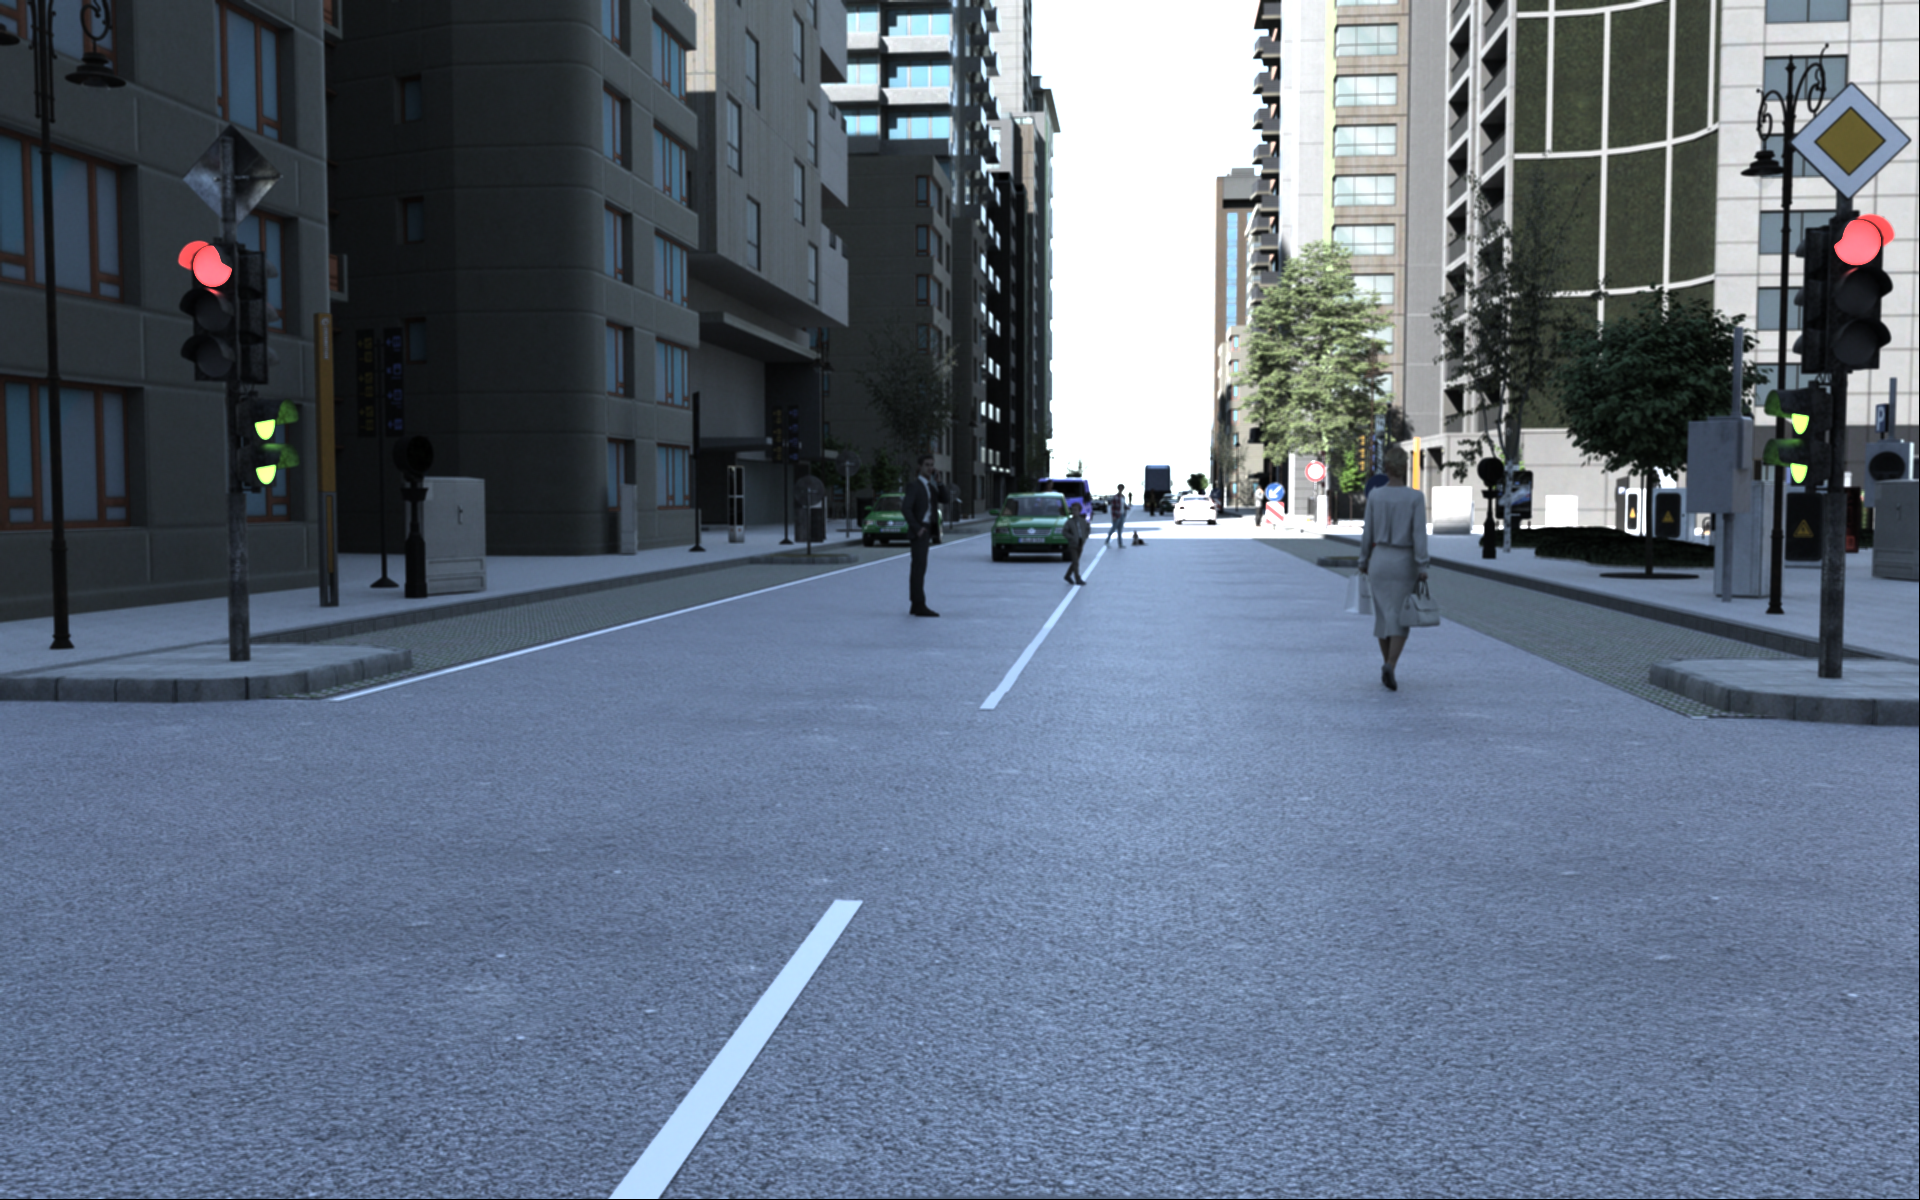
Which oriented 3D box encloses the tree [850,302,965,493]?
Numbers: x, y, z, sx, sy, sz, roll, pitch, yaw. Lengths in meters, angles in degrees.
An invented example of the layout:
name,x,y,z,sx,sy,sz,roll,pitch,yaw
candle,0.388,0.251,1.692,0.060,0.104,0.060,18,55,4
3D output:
name,x,y,z,sx,sy,sz,roll,pitch,yaw
tree,-2.114,-7.151,67.287,4.360,8.622,3.978,0,3,0

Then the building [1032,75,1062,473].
name,x,y,z,sx,sy,sz,roll,pitch,yaw
building,-1.847,-38.833,224.152,28.713,52.752,27.495,0,4,6

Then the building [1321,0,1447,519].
name,x,y,z,sx,sy,sz,roll,pitch,yaw
building,26.891,-25.144,94.691,14.154,41.232,14.086,0,4,6

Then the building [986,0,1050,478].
name,x,y,z,sx,sy,sz,roll,pitch,yaw
building,-0.065,-46.472,198.069,20.563,71.187,20.611,0,4,6

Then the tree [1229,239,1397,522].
name,x,y,z,sx,sy,sz,roll,pitch,yaw
tree,15.881,-9.776,77.969,7.486,12.596,7.792,0,3,0

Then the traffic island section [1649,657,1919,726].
name,x,y,z,sx,sy,sz,roll,pitch,yaw
traffic island section,6.108,0.622,12.116,2.009,0.180,2.903,0,4,6

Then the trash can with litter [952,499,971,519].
name,x,y,z,sx,sy,sz,roll,pitch,yaw
trash can with litter,0.038,-4.705,88.309,1.055,1.170,0.624,1,4,22

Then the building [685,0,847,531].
name,x,y,z,sx,sy,sz,roll,pitch,yaw
building,-19.388,-29.171,66.189,28.713,52.752,27.495,0,4,6

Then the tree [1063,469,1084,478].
name,x,y,z,sx,sy,sz,roll,pitch,yaw
tree,14.870,-14.881,227.010,4.285,4.588,4.351,0,3,0

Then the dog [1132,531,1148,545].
name,x,y,z,sx,sy,sz,roll,pitch,yaw
dog,5.057,-1.734,48.543,0.748,0.427,0.550,-1,4,-20

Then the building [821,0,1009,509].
name,x,y,z,sx,sy,sz,roll,pitch,yaw
building,-8.662,-31.413,133.213,23.786,49.044,30.456,0,4,6

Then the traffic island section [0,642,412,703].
name,x,y,z,sx,sy,sz,roll,pitch,yaw
traffic island section,-5.567,0.546,13.356,2.009,0.180,2.903,0,4,6

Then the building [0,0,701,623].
name,x,y,z,sx,sy,sz,roll,pitch,yaw
building,-21.945,-11.379,31.082,27.650,21.520,28.899,0,4,6

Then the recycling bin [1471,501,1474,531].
name,x,y,z,sx,sy,sz,roll,pitch,yaw
recycling bin,17.470,-2.940,60.622,0.722,1.027,0.722,-2,4,-24

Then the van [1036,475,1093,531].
name,x,y,z,sx,sy,sz,roll,pitch,yaw
van,3.825,-3.669,64.374,2.240,2.365,5.245,0,4,8

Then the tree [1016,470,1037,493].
name,x,y,z,sx,sy,sz,roll,pitch,yaw
tree,5.196,-8.673,136.409,1.663,3.219,1.824,0,3,0

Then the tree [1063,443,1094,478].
name,x,y,z,sx,sy,sz,roll,pitch,yaw
tree,16.862,-18.114,246.520,4.360,8.622,3.978,0,3,0

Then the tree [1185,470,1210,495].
name,x,y,z,sx,sy,sz,roll,pitch,yaw
tree,31.099,-14.844,226.407,4.285,4.588,4.351,0,3,0

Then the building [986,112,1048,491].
name,x,y,z,sx,sy,sz,roll,pitch,yaw
building,1.738,-30.403,180.691,14.154,41.232,14.086,0,4,6

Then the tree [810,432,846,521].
name,x,y,z,sx,sy,sz,roll,pitch,yaw
tree,-6.790,-6.021,82.155,4.285,4.588,4.351,0,3,0

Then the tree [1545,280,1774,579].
name,x,y,z,sx,sy,sz,roll,pitch,yaw
tree,10.750,-2.629,26.705,4.285,4.588,4.351,0,3,0

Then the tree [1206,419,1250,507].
name,x,y,z,sx,sy,sz,roll,pitch,yaw
tree,26.375,-13.461,170.450,4.360,8.622,3.978,0,3,0

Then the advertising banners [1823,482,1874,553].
name,x,y,z,sx,sy,sz,roll,pitch,yaw
advertising banners,19.370,-2.539,37.703,2.074,3.025,0.090,1,4,19

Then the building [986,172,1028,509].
name,x,y,z,sx,sy,sz,roll,pitch,yaw
building,-1.386,-23.466,155.374,14.160,30.474,14.107,0,4,6

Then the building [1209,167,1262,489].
name,x,y,z,sx,sy,sz,roll,pitch,yaw
building,41.487,-35.869,236.560,14.600,45.320,14.200,0,4,6

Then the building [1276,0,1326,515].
name,x,y,z,sx,sy,sz,roll,pitch,yaw
building,31.924,-35.037,114.858,21.231,58.520,28.212,0,4,6

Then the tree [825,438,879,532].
name,x,y,z,sx,sy,sz,roll,pitch,yaw
tree,-3.891,-3.977,59.619,1.663,3.219,1.824,0,3,0

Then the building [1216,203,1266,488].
name,x,y,z,sx,sy,sz,roll,pitch,yaw
building,48.591,-32.062,216.092,32.217,40.220,23.993,0,4,6

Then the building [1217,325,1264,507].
name,x,y,z,sx,sy,sz,roll,pitch,yaw
building,42.960,-21.142,190.714,27.650,21.520,28.899,0,4,6

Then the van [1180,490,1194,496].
name,x,y,z,sx,sy,sz,roll,pitch,yaw
van,24.886,-11.193,190.010,2.013,2.044,4.112,0,4,6

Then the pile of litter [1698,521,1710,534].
name,x,y,z,sx,sy,sz,roll,pitch,yaw
pile of litter,24.479,-2.524,55.236,1.719,0.858,1.176,1,4,21

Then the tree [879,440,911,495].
name,x,y,z,sx,sy,sz,roll,pitch,yaw
tree,-2.725,-4.134,62.196,1.663,3.219,1.824,0,3,0

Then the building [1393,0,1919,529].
name,x,y,z,sx,sy,sz,roll,pitch,yaw
building,30.000,-38.672,70.535,20.563,71.187,20.611,0,4,6

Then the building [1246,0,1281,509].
name,x,y,z,sx,sy,sz,roll,pitch,yaw
building,35.597,-29.915,143.731,22.147,44.769,28.867,0,4,6

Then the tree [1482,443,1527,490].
name,x,y,z,sx,sy,sz,roll,pitch,yaw
tree,17.940,-3.767,56.196,1.663,3.219,1.824,0,3,0

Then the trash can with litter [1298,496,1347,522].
name,x,y,z,sx,sy,sz,roll,pitch,yaw
trash can with litter,16.644,-4.189,79.547,2.233,1.210,1.678,1,4,9

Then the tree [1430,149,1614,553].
name,x,y,z,sx,sy,sz,roll,pitch,yaw
tree,12.119,-5.361,38.020,4.360,8.622,3.978,0,3,0

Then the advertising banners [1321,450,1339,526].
name,x,y,z,sx,sy,sz,roll,pitch,yaw
advertising banners,14.891,-4.503,69.808,0.090,3.025,2.074,2,4,33

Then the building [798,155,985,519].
name,x,y,z,sx,sy,sz,roll,pitch,yaw
building,-13.585,-15.859,104.328,27.650,21.520,28.899,0,4,6

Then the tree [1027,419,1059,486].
name,x,y,z,sx,sy,sz,roll,pitch,yaw
tree,7.361,-13.128,165.012,4.737,8.622,4.395,0,3,0

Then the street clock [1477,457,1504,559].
name,x,y,z,sx,sy,sz,roll,pitch,yaw
street clock,10.514,-1.821,34.352,0.471,2.002,0.358,-1,4,-17

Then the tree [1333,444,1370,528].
name,x,y,z,sx,sy,sz,roll,pitch,yaw
tree,14.995,-4.392,66.404,1.663,3.219,1.824,0,3,0
